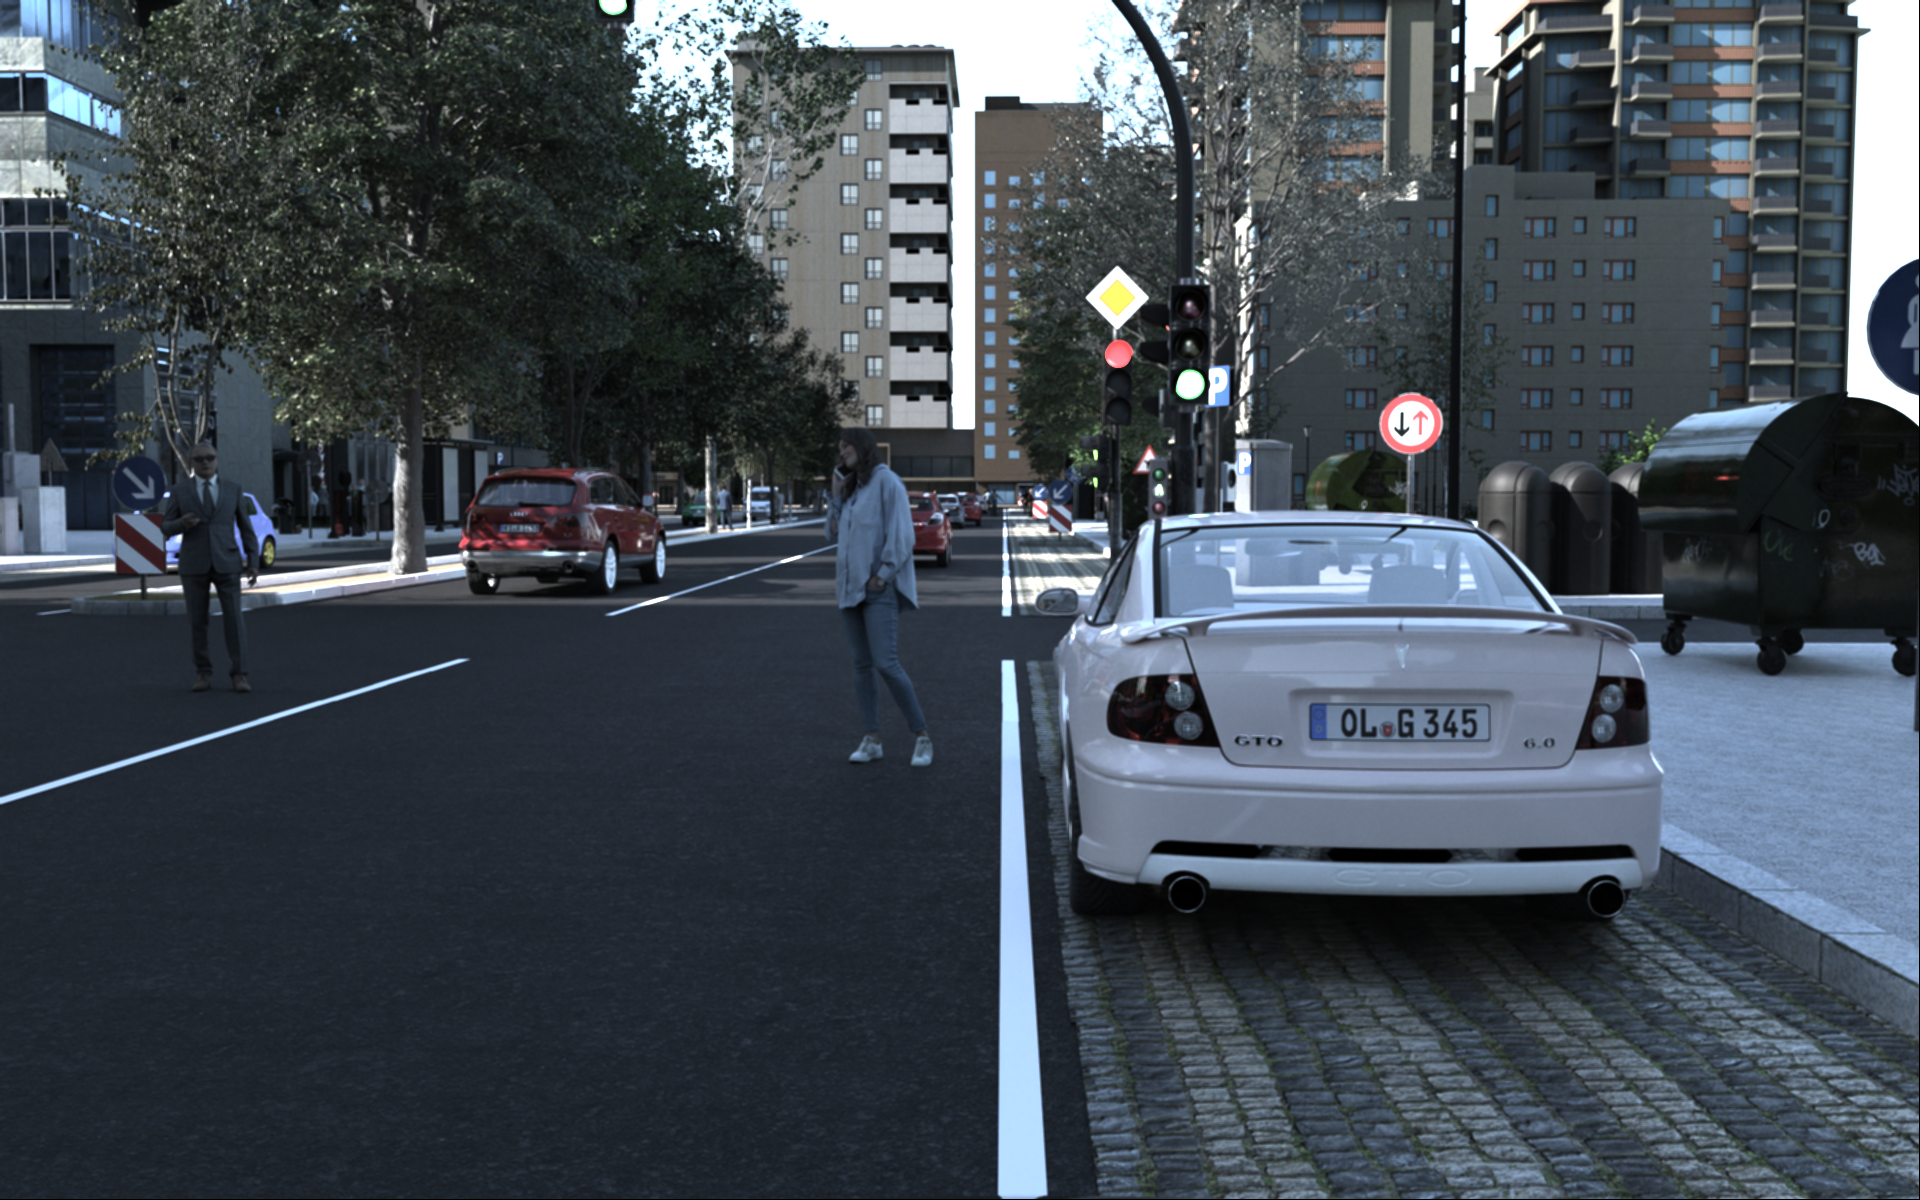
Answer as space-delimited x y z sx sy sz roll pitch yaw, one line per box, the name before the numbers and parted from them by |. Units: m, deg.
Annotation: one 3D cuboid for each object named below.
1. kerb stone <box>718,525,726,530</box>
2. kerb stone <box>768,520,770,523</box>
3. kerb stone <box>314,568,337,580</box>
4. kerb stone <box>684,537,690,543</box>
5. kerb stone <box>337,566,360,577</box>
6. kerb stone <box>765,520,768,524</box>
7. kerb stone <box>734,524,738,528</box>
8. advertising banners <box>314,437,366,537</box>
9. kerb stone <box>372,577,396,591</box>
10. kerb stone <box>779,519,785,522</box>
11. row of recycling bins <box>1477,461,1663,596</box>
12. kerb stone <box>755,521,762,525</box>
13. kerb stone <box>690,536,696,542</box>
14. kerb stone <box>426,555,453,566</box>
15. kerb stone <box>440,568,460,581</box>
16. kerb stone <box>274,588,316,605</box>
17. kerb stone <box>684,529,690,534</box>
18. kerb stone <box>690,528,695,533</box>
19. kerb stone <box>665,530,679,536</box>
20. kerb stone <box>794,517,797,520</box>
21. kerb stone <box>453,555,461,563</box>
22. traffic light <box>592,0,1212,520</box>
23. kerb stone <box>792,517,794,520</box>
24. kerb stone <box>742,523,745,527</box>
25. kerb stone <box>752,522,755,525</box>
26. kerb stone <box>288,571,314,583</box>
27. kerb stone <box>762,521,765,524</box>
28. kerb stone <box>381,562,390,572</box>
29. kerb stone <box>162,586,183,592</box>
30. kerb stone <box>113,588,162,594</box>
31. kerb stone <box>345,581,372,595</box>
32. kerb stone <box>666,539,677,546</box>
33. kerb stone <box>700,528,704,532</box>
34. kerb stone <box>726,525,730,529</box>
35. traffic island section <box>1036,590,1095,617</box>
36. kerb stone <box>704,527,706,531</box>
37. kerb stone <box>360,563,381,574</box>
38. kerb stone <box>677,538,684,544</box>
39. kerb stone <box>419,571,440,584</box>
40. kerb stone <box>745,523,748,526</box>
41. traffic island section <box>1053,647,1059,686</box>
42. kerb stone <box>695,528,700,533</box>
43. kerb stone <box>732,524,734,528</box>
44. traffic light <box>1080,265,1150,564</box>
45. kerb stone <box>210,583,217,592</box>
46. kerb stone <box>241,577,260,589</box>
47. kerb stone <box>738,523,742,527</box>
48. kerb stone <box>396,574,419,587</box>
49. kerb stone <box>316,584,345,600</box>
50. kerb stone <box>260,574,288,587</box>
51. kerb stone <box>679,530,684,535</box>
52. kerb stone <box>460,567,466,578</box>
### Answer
kerb stone | -9.698 -2.927 70.073 0.120 0.150 1.000 0 4 1
kerb stone | -9.354 -3.744 83.415 0.120 0.150 1.000 0 4 1
kerb stone | -10.742 -0.420 29.061 0.120 0.150 1.000 0 4 1
kerb stone | -8.097 -1.729 50.514 0.120 0.150 1.000 0 4 1
kerb stone | -10.713 -0.482 30.083 0.120 0.150 1.000 0 4 1
kerb stone | -9.381 -3.682 82.393 0.120 0.150 1.000 0 4 1
kerb stone | -9.621 -3.109 73.162 0.120 0.150 1.000 0 4 1
advertising banners | -18.813 -3.442 52.461 2.074 3.025 0.090 2 4 27
kerb stone | -8.718 -0.222 25.941 0.120 0.150 1.000 0 4 1
kerb stone | -9.220 -4.058 88.547 0.120 0.150 1.000 0 4 1
row of recycling bins | 8.346 -0.932 22.355 3.534 1.692 1.069 -1 4 -17
kerb stone | -9.427 -3.553 80.338 0.120 0.150 1.000 0 4 1
kerb stone | -8.066 -1.793 51.541 0.120 0.150 1.000 0 4 1
kerb stone | -10.580 -0.793 35.203 0.120 0.150 1.000 0 4 1
kerb stone | -8.637 -0.417 29.013 0.120 0.150 1.000 0 4 1
kerb stone | -8.800 -0.041 22.872 0.120 0.150 1.000 0 4 1
kerb stone | -9.900 -2.426 61.880 0.120 0.150 1.000 0 4 1
kerb stone | -9.881 -2.490 62.902 0.120 0.150 1.000 0 4 1
kerb stone | -9.950 -2.292 59.830 0.120 0.150 1.000 0 4 1
kerb stone | -9.092 -4.372 93.682 0.120 0.150 1.000 0 4 1
kerb stone | -10.557 -0.858 36.226 0.120 0.150 1.000 0 4 1
traffic light | -0.380 -2.367 13.363 4.771 5.953 1.251 0 4 1
kerb stone | -9.118 -4.307 92.660 0.120 0.150 1.000 0 4 1
kerb stone | -9.564 -3.242 75.208 0.120 0.150 1.000 0 4 1
kerb stone | -9.492 -3.431 78.291 0.120 0.150 1.000 0 4 1
kerb stone | -10.757 -0.357 28.033 0.120 0.150 1.000 0 4 1
kerb stone | -9.403 -3.619 81.371 0.120 0.150 1.000 0 4 1
kerb stone | -10.659 -0.607 32.127 0.120 0.150 1.000 0 4 1
kerb stone | -10.871 -0.099 23.942 0.120 0.150 1.000 0 4 1
kerb stone | -10.891 -0.043 22.916 0.120 0.150 1.000 0 4 1
kerb stone | -8.734 -0.164 24.917 0.120 0.150 1.000 0 4 1
kerb stone | -8.144 -1.607 48.466 0.120 0.150 1.000 0 4 1
kerb stone | -9.831 -2.615 64.946 0.120 0.150 1.000 0 4 1
kerb stone | -9.658 -2.992 71.106 0.120 0.150 1.000 0 4 1
traffic island section | 1.956 0.045 21.547 2.009 0.180 2.903 0 4 1
kerb stone | -9.795 -2.677 65.974 0.120 0.150 1.000 0 4 1
kerb stone | -10.692 -0.545 31.105 0.120 0.150 1.000 0 4 1
kerb stone | -8.117 -1.665 49.488 0.120 0.150 1.000 0 4 1
kerb stone | -8.664 -0.354 27.991 0.120 0.150 1.000 0 4 1
kerb stone | -9.535 -3.305 76.242 0.120 0.150 1.000 0 4 1
traffic island section | 1.753 0.533 13.564 2.009 0.180 2.903 0 4 1
kerb stone | -9.848 -2.552 63.924 0.120 0.150 1.000 0 4 1
kerb stone | -9.638 -3.054 72.134 0.120 0.150 1.000 0 4 1
traffic light | 1.916 -1.989 21.434 0.839 4.253 0.868 0 4 1
kerb stone | -10.842 -0.169 24.967 0.120 0.150 1.000 0 4 1
kerb stone | -10.822 -0.232 25.989 0.120 0.150 1.000 0 4 1
kerb stone | -9.598 -3.178 74.184 0.120 0.150 1.000 0 4 1
kerb stone | -8.694 -0.288 26.967 0.120 0.150 1.000 0 4 1
kerb stone | -8.770 -0.104 23.895 0.120 0.150 1.000 0 4 1
kerb stone | -10.786 -0.294 27.011 0.120 0.150 1.000 0 4 1
kerb stone | -9.928 -2.365 60.858 0.120 0.150 1.000 0 4 1
kerb stone | -8.616 -0.480 30.035 0.120 0.150 1.000 0 4 1
